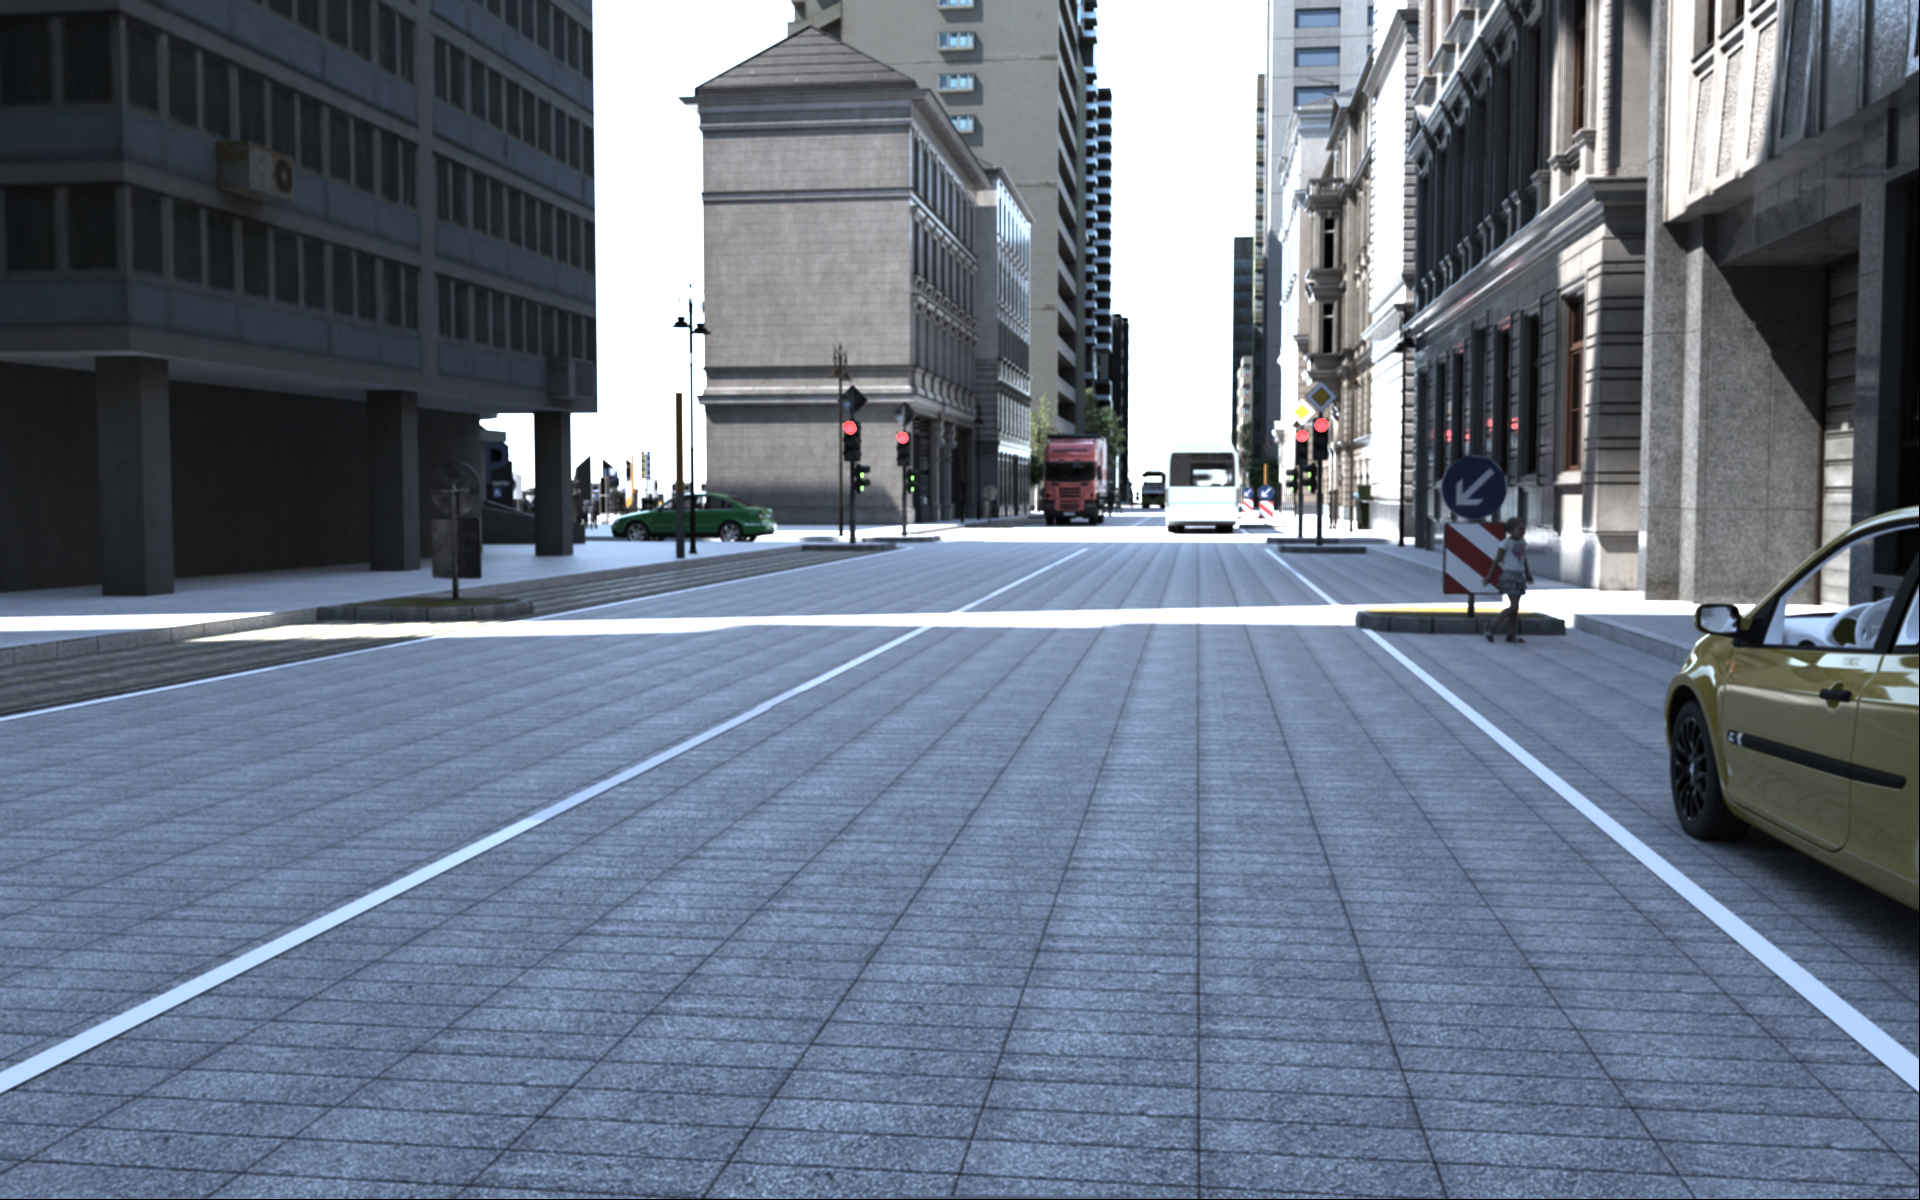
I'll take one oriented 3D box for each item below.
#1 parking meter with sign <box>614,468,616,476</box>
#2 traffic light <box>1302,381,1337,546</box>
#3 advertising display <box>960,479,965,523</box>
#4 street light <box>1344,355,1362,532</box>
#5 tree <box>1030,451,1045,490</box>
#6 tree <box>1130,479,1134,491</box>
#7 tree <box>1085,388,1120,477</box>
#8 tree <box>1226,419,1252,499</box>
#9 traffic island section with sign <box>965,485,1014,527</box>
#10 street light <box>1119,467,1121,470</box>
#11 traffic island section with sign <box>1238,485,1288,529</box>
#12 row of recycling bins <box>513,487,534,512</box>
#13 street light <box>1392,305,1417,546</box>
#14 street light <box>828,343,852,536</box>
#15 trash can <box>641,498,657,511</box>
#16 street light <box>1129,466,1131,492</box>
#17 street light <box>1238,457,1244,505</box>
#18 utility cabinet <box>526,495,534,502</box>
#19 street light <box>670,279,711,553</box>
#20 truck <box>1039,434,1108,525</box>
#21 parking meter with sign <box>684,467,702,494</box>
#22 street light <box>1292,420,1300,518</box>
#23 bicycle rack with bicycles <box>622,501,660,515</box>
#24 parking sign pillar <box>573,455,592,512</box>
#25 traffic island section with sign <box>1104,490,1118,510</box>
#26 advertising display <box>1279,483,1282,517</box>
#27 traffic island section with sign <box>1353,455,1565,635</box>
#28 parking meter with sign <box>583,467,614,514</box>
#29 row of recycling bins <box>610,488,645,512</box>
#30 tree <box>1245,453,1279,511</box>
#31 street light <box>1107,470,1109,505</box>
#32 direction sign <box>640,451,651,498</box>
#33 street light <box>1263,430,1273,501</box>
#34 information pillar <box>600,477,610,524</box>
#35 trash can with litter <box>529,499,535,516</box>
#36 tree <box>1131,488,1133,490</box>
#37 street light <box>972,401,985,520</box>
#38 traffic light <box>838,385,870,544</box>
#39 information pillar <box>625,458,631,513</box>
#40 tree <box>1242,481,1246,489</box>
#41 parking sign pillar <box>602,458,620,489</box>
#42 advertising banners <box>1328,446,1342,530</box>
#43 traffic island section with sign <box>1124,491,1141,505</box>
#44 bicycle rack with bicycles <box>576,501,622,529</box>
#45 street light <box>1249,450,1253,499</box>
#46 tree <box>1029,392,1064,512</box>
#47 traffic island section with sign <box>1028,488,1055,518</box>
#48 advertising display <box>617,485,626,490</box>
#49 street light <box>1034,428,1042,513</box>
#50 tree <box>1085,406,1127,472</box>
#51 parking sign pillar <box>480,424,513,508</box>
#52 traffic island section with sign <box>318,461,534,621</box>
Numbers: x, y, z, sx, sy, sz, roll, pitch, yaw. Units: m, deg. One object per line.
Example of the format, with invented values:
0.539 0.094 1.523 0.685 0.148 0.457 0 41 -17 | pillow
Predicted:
-23.883 -7.339 116.247 1.738 3.016 0.543 2 4 33 | parking meter with sign
8.945 -3.314 43.106 0.839 4.253 0.868 0 4 8 | traffic light
0.101 -4.366 76.597 0.123 1.923 0.974 0 4 -5 | advertising display
13.103 -5.202 57.848 0.468 5.910 1.993 0 4 8 | street light
4.136 -8.012 114.711 4.285 4.588 4.351 0 3 0 | tree
26.745 -18.275 282.505 4.285 4.588 4.351 0 3 0 | tree
13.087 -16.244 183.714 7.486 12.596 7.792 0 3 0 | tree
34.550 -16.808 209.226 7.601 10.594 8.767 1 4 8 | tree
1.302 -4.042 74.719 1.989 1.847 2.006 0 4 8 | traffic island section with sign
22.643 -16.658 245.150 0.468 5.910 1.993 0 4 8 | street light
12.712 -3.921 72.738 1.989 1.847 2.006 0 4 8 | traffic island section with sign
-26.643 -5.843 102.640 3.534 1.692 1.069 -3 4 -39 | row of recycling bins
10.856 -4.259 42.422 0.468 5.910 1.993 0 4 8 | street light
-3.660 -4.913 53.119 0.468 5.910 1.993 0 4 8 | street light
-12.779 -3.640 71.161 0.748 1.137 0.748 0 3 0 | trash can
27.292 -18.710 278.691 0.468 5.910 1.993 0 4 8 | street light
32.580 -13.921 200.390 0.468 5.910 1.993 0 4 8 | street light
-22.540 -4.941 91.949 0.306 1.237 1.020 3 4 37 | utility cabinet
-5.799 -3.954 37.444 0.468 5.910 1.993 0 4 8 | street light
5.589 -5.765 83.177 2.839 4.237 11.283 0 4 7 | truck
-17.444 -7.029 111.191 1.738 3.016 0.543 0 4 1 | parking meter with sign
17.632 -7.231 91.013 0.468 5.910 1.993 0 4 8 | street light
-16.280 -4.342 84.380 2.925 0.926 2.852 0 4 -8 | bicycle rack with bicycles
-25.740 -7.927 118.081 1.447 3.967 1.447 2 4 35 | parking sign pillar
15.527 -10.379 178.322 1.989 1.847 2.006 0 4 8 | traffic island section with sign
18.002 -5.634 97.333 0.123 1.923 0.974 1 4 12 | advertising display
5.295 -0.612 18.636 1.989 1.847 2.006 0 4 8 | traffic island section with sign
-23.652 -7.130 112.835 1.738 3.016 0.543 0 4 2 | parking meter with sign
-23.318 -7.042 122.250 3.534 1.692 1.069 -3 5 -40 | row of recycling bins
23.887 -9.269 135.262 4.285 4.588 4.351 0 3 0 | tree
18.152 -14.631 212.011 0.468 5.910 1.993 0 4 8 | street light
-16.455 -6.041 90.770 0.876 3.537 0.379 3 5 44 | direction sign
22.279 -9.300 124.837 0.468 5.910 1.993 0 4 8 | street light
-15.210 -4.261 74.163 0.304 2.012 0.304 1 4 17 | information pillar
-14.250 -2.926 59.235 0.624 1.170 1.055 1 4 11 | trash can with litter
27.876 -17.839 286.272 1.663 3.219 1.824 0 3 0 | tree
0.934 -6.939 86.245 0.468 5.910 1.993 0 4 8 | street light
-2.759 -3.411 44.690 0.839 4.253 0.868 0 4 8 | traffic light
-21.337 -7.363 111.747 0.504 3.616 0.183 0 4 1 | information pillar
35.844 -13.475 214.909 1.663 3.219 1.824 0 3 0 | tree
-26.355 -8.706 130.820 1.447 3.967 1.447 -3 5 -43 | parking sign pillar
13.669 -4.085 62.973 0.090 3.025 2.074 2 4 24 | advertising banners
23.087 -13.746 233.368 1.989 1.847 2.006 0 4 8 | traffic island section with sign
-14.560 -3.157 65.000 2.852 0.926 2.925 0 4 4 | bicycle rack with bicycles
27.930 -11.842 166.401 0.468 5.910 1.993 0 4 8 | street light
5.525 -10.698 125.268 4.737 8.622 4.395 0 3 0 | tree
5.061 -5.720 102.141 1.989 1.847 2.006 0 4 8 | traffic island section with sign
-24.465 -7.393 126.085 0.974 1.923 0.123 0 4 5 | advertising display
5.434 -8.973 119.497 0.468 5.910 1.993 0 4 8 | street light
16.061 -16.982 203.405 9.928 11.665 9.643 0 3 0 | tree
-17.429 -4.672 64.853 1.447 3.967 1.447 -3 5 -42 | parking sign pillar
-6.146 -0.717 20.357 1.989 1.847 2.006 0 4 8 | traffic island section with sign
